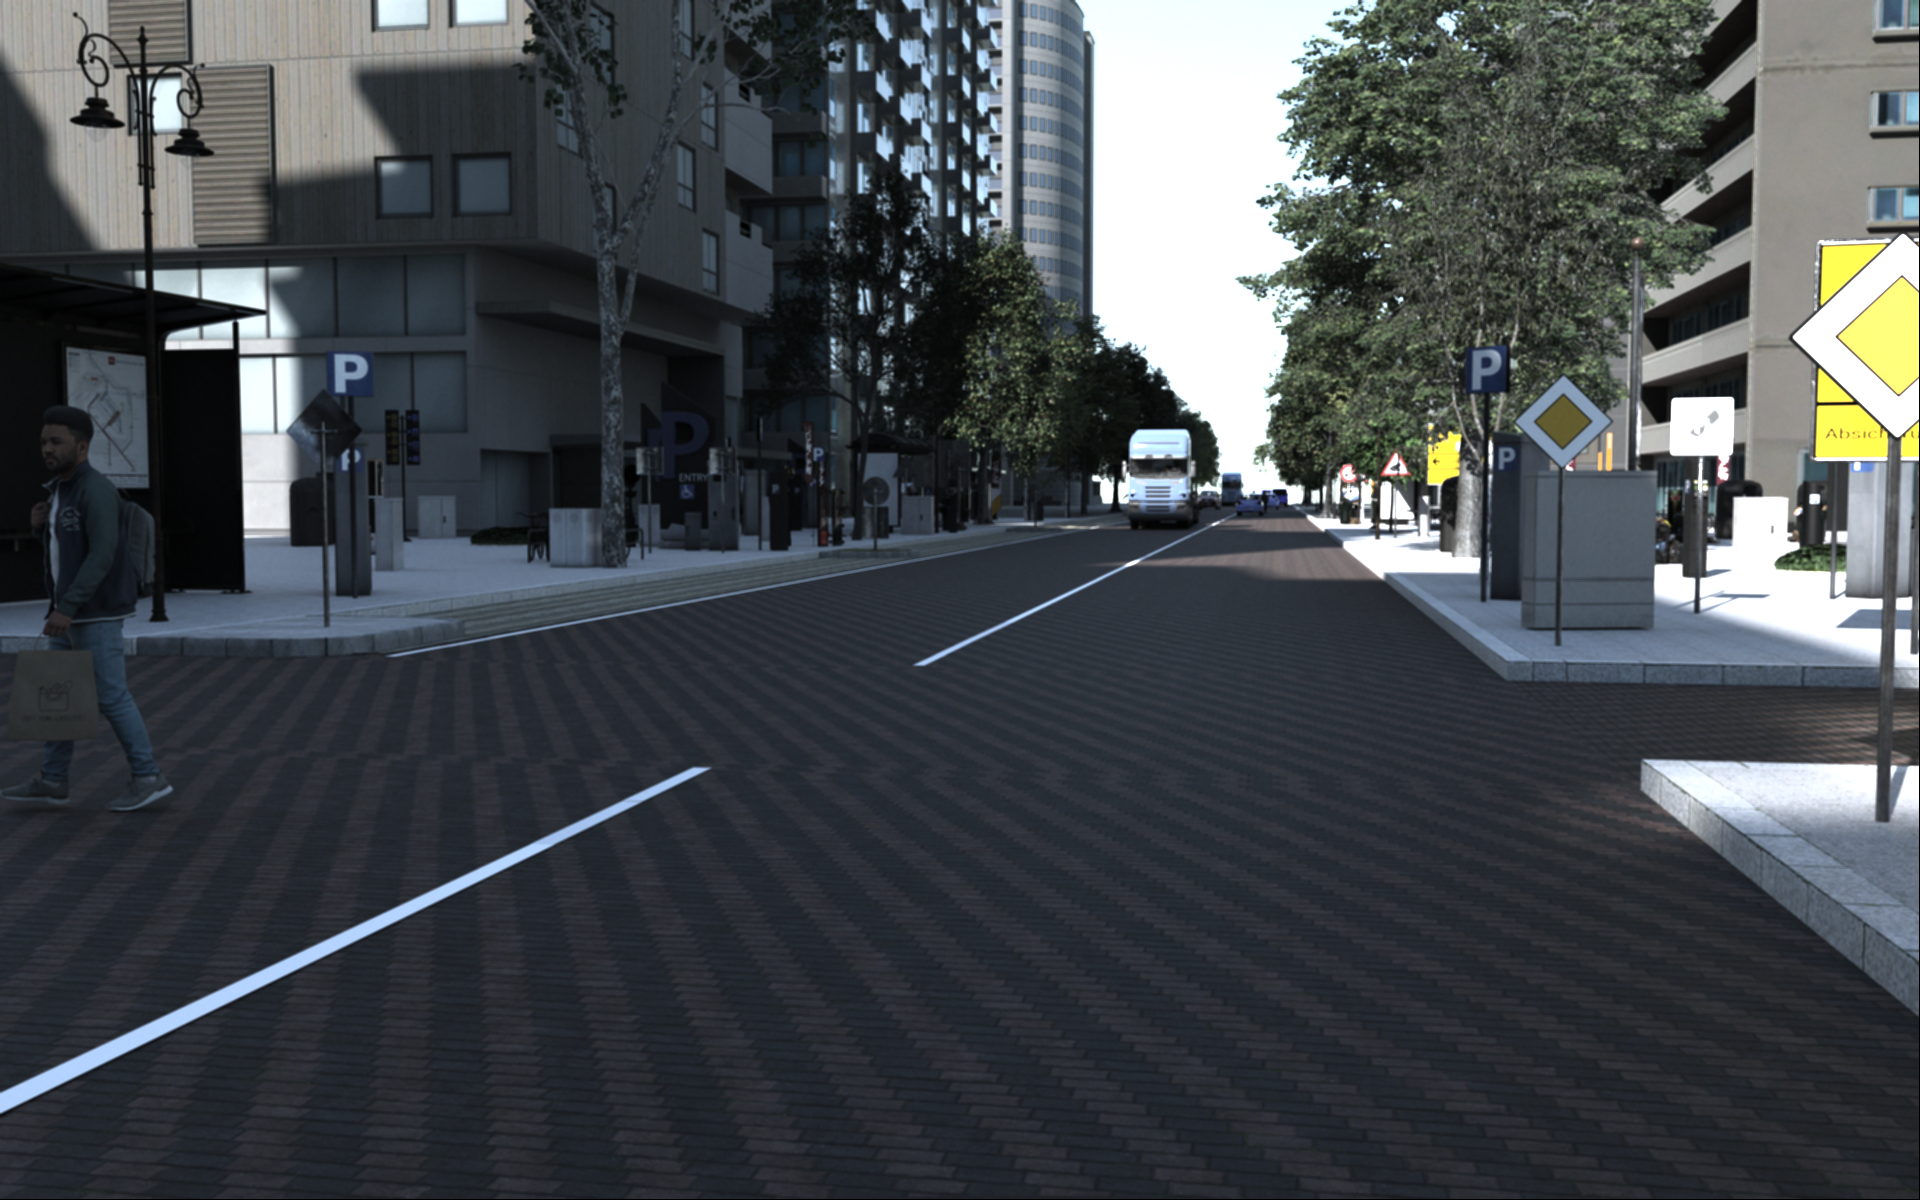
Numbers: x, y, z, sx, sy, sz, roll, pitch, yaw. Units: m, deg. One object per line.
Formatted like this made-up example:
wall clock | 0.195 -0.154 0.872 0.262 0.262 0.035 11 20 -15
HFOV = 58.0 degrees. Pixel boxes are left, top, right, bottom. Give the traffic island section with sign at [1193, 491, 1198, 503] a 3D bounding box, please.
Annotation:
traffic island section with sign | 26.592 -11.404 195.082 1.989 1.847 2.006 1 4 10

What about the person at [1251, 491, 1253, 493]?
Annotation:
person | 31.704 -10.900 187.451 1.217 1.736 0.721 -1 4 -21

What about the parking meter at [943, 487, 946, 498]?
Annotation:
parking meter | -0.816 -4.696 82.487 0.399 1.863 0.255 2 4 34

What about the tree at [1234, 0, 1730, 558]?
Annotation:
tree | 10.192 -7.827 34.633 9.857 13.997 8.962 0 3 0

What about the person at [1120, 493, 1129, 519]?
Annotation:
person | 9.798 -5.546 99.117 1.348 1.831 0.705 0 4 5

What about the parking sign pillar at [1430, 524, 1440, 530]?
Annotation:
parking sign pillar | 17.693 -4.531 62.552 1.447 3.967 1.447 1 4 10

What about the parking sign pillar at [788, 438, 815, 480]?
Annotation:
parking sign pillar | -7.513 -5.730 82.159 1.447 3.967 1.447 0 4 -5

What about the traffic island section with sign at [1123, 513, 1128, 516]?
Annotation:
traffic island section with sign | 11.851 -6.485 114.652 1.989 1.847 2.006 1 4 10

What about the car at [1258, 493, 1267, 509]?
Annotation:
car | 29.925 -10.015 173.342 1.945 1.707 3.694 1 4 10

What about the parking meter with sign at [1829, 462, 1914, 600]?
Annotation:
parking meter with sign | 11.363 -1.532 21.317 1.738 3.016 0.543 -2 4 -24

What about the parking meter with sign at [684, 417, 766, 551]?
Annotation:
parking meter with sign | -5.376 -2.634 39.319 1.738 3.016 0.543 0 4 -2

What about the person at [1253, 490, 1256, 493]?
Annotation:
person | 22.232 -7.433 130.963 0.436 1.711 0.756 -1 4 -12

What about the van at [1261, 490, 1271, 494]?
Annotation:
van | 42.025 -14.182 236.267 2.240 2.365 5.245 1 4 12

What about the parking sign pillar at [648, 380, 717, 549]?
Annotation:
parking sign pillar | -6.415 -3.206 40.897 1.447 3.967 1.447 0 4 3

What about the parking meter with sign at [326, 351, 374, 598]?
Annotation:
parking meter with sign | -7.720 -1.576 22.030 0.543 3.016 1.738 -1 4 -19

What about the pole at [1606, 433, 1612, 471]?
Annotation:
pole | 21.711 -3.923 57.991 0.158 3.312 0.155 0 3 0

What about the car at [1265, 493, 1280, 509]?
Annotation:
car | 29.028 -9.346 162.403 1.945 1.707 3.694 1 4 10

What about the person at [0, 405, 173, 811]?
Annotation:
person | -3.941 0.044 7.761 0.713 1.824 0.794 -2 4 -24

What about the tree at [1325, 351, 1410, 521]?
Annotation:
tree | 19.453 -8.079 82.460 4.737 8.622 4.395 0 3 0

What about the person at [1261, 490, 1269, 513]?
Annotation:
person | 22.905 -7.400 130.042 0.990 1.755 0.434 -3 5 -42

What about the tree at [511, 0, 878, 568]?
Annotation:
tree | -5.025 -10.559 28.536 12.611 20.169 13.585 0 3 0

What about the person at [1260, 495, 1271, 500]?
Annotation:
person | 27.687 -9.086 157.771 1.217 1.735 0.721 1 4 16

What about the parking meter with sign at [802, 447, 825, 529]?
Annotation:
parking meter with sign | -5.605 -4.199 64.917 0.543 3.016 1.738 -2 4 -24

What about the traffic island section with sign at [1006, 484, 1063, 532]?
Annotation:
traffic island section with sign | 2.872 -3.494 65.751 1.989 1.847 2.006 1 4 10

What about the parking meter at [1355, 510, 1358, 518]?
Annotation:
parking meter | 19.873 -4.803 86.941 0.372 1.533 0.369 0 3 0

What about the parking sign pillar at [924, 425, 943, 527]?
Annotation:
parking sign pillar | -1.032 -4.809 67.100 1.447 3.967 1.447 1 4 16

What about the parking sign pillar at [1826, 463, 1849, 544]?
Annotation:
parking sign pillar | 19.823 -3.032 38.041 1.447 3.967 1.447 -3 5 -43

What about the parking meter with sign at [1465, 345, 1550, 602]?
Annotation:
parking meter with sign | 6.860 -1.518 21.084 1.738 3.016 0.543 -3 5 -41

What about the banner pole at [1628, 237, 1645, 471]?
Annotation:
banner pole | 6.709 -1.662 17.192 0.401 3.779 0.863 2 4 28

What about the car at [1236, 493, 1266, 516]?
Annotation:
car | 19.298 -6.450 115.050 1.945 1.707 3.694 1 4 12

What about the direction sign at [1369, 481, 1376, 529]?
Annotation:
direction sign | 15.324 -4.401 63.949 0.379 3.537 0.876 0 4 7

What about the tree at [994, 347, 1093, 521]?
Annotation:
tree | 3.371 -8.098 82.767 4.737 8.622 4.395 0 3 0

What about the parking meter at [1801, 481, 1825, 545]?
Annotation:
parking meter | 16.106 -1.486 32.706 0.372 1.533 0.369 0 3 0

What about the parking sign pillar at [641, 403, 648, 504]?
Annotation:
parking sign pillar | -8.989 -3.877 51.866 1.447 3.967 1.447 2 4 26

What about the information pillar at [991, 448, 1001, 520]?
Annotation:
information pillar | 1.806 -5.831 86.688 0.504 3.616 0.183 -1 4 -12

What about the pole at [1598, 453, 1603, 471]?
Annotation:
pole | 31.430 -5.579 85.062 0.158 3.312 0.155 0 3 0

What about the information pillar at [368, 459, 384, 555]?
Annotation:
information pillar | -12.412 -1.969 36.690 0.304 2.012 0.304 0 4 8

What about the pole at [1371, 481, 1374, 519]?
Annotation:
pole | 21.004 -5.765 88.101 0.158 3.312 0.155 0 3 0

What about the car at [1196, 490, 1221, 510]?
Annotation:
car | 23.129 -9.313 160.941 2.281 1.827 5.304 1 4 12

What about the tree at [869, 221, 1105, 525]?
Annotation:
tree | 0.974 -9.534 72.884 9.611 12.733 9.660 0 3 0

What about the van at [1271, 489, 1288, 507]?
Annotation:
van | 36.183 -11.754 196.555 2.240 2.365 5.245 1 4 8

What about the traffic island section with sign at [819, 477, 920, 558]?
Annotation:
traffic island section with sign | -1.980 -1.872 39.235 1.989 1.847 2.006 1 4 10

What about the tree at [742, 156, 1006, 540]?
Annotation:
tree | -2.560 -6.939 47.863 7.601 10.594 8.767 1 4 20

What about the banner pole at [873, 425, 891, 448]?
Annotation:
banner pole | -2.862 -4.433 62.493 0.863 3.779 0.401 -1 4 -19

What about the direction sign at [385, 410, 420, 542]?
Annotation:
direction sign | -15.015 -3.347 46.717 0.876 3.537 0.379 -1 4 -10

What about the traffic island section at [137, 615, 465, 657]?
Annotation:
traffic island section | -6.126 0.341 16.706 2.009 0.180 2.903 1 4 10
